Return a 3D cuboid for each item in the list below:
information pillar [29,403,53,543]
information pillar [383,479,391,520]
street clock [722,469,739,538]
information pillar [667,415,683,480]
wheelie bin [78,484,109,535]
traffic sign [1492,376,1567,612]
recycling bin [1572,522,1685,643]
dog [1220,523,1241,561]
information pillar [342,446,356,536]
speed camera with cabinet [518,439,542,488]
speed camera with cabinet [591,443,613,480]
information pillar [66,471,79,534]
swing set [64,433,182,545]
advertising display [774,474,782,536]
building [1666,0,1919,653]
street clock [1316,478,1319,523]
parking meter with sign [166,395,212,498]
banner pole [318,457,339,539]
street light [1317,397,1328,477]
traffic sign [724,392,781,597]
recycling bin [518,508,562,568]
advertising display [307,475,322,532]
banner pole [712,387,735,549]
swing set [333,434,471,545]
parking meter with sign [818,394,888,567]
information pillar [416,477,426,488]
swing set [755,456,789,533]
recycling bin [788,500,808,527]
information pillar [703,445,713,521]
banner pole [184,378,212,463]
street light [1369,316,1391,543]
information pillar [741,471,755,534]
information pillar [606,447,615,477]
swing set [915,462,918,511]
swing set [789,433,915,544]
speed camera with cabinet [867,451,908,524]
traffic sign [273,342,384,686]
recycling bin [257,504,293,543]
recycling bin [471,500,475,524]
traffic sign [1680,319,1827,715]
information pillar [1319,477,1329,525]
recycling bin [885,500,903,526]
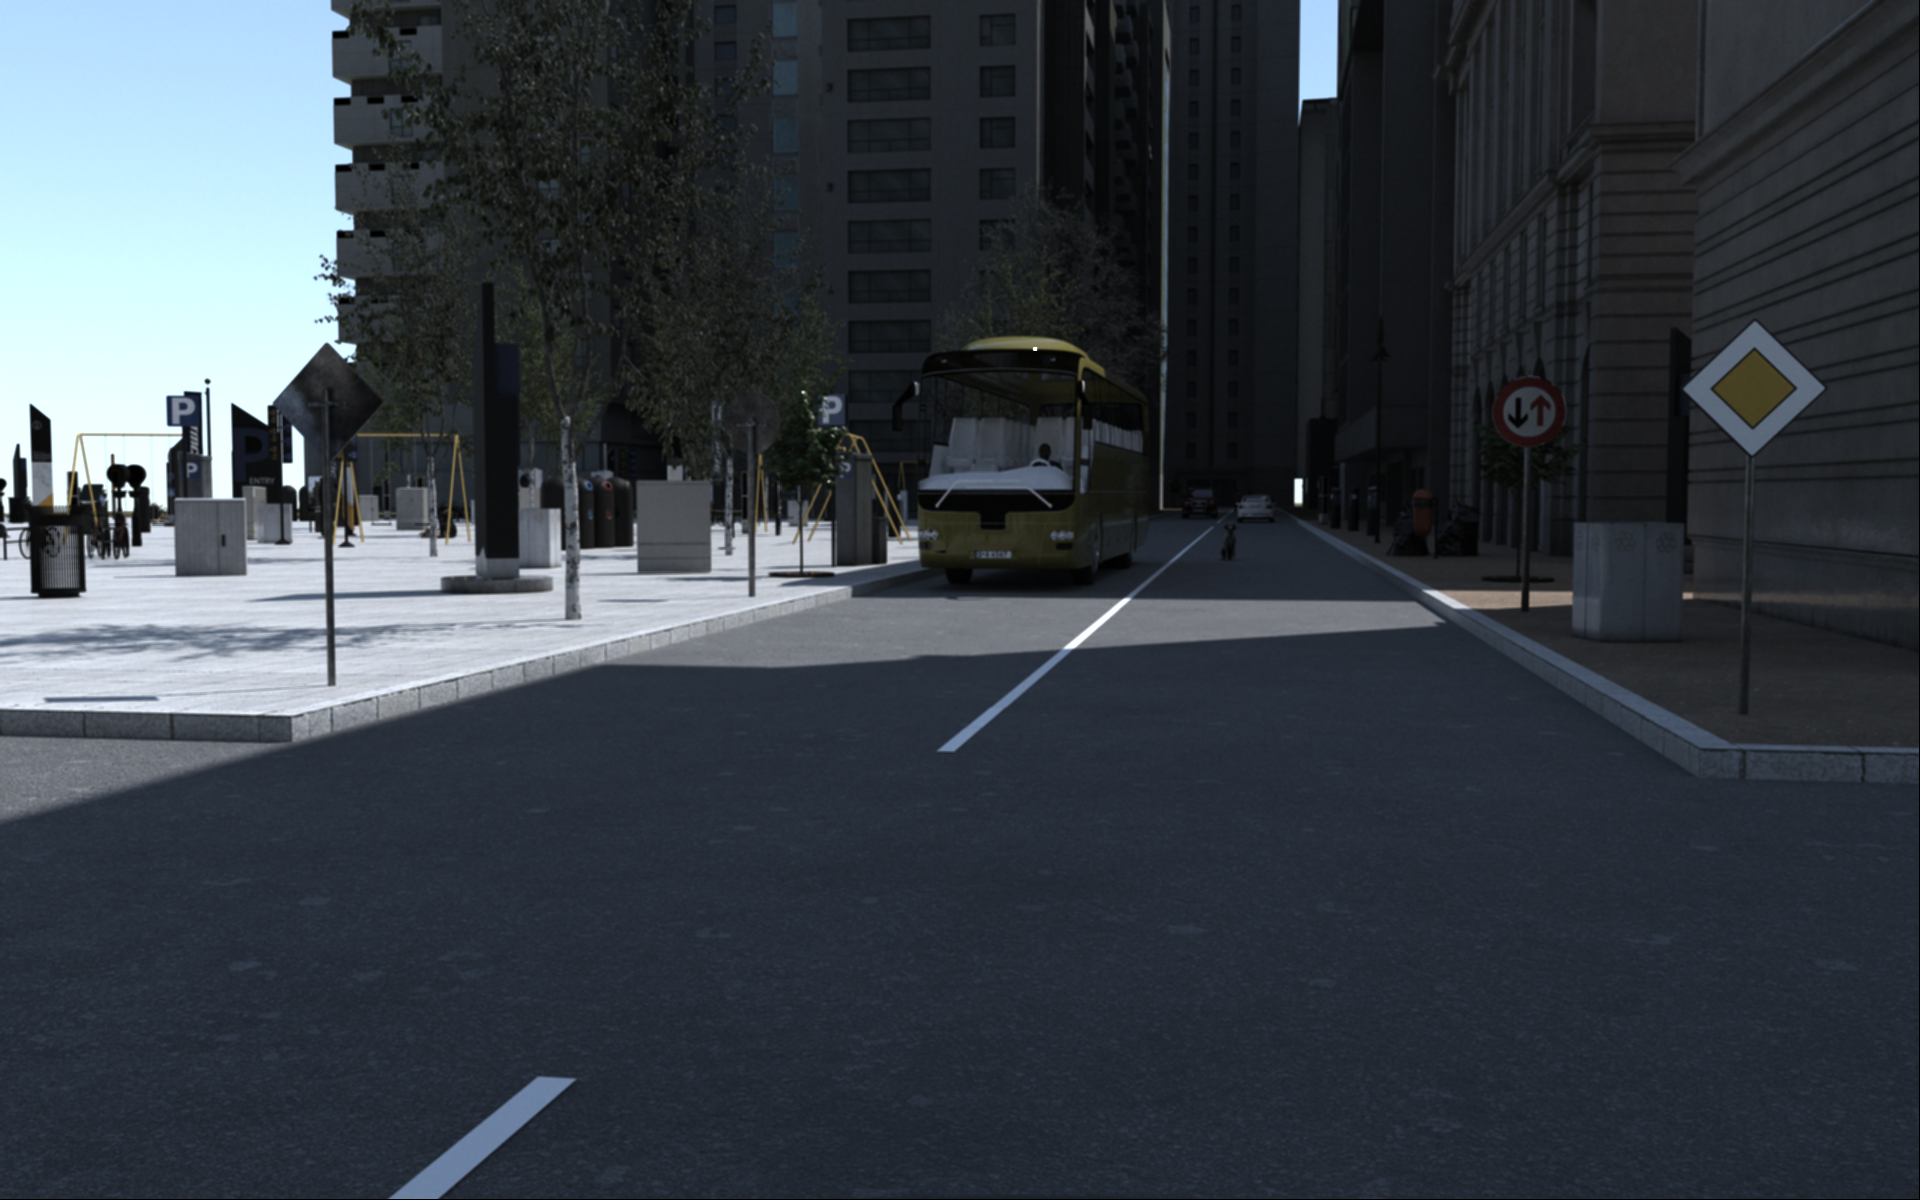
[{"bbox_3d":[-23.801,-3.274,44.878,0.504,3.616,0.183,-3,5,-43],"label":"information pillar"},{"bbox_3d":[-28.205,-4.941,85.274,0.304,2.012,0.304,-1,4,-12],"label":"information pillar"},{"bbox_3d":[-6.687,-2.799,50.327,0.471,2.002,0.358,2,4,27],"label":"street clock"},{"bbox_3d":[-8.269,-3.608,50.343,0.504,3.616,0.183,-3,5,-42],"label":"information pillar"},{"bbox_3d":[-27.475,-2.875,54.910,0.980,1.594,0.693,0,4,4],"label":"wheelie bin"},{"bbox_3d":[6.167,-1.145,18.825,0.768,2.556,0.104,1,4,16],"label":"traffic sign"},{"bbox_3d":[5.886,-0.167,15.284,0.722,1.027,0.722,0,4,-1],"label":"recycling bin"},{"bbox_3d":[5.913,-1.267,37.559,0.513,0.831,0.800,3,4,39],"label":"dog"},{"bbox_3d":[-18.812,-3.783,53.202,0.504,3.616,0.183,3,4,36],"label":"information pillar"},{"bbox_3d":[-16.000,-4.137,61.977,2.038,3.252,0.660,1,4,14],"label":"speed camera with cabinet"},{"bbox_3d":[-14.563,-4.503,67.952,2.038,3.252,0.660,2,4,30],"label":"speed camera with cabinet"},{"bbox_3d":[-28.680,-3.151,56.005,0.304,2.012,0.304,-2,4,-34],"label":"information pillar"},{"bbox_3d":[-21.191,-2.896,44.973,3.119,2.851,2.862,-1,4,-9],"label":"swing set"},{"bbox_3d":[-5.658,-2.976,53.879,0.123,1.923,0.974,0,4,2],"label":"advertising display"},{"bbox_3d":[17.759,-10.880,14.043,21.152,22.565,11.583,1,4,10],"label":"building"},{"bbox_3d":[16.031,-4.417,76.790,0.358,2.002,0.471,-2,4,-29],"label":"street clock"},{"bbox_3d":[-13.887,-2.158,31.541,0.543,3.016,1.738,-1,4,-10],"label":"parking meter with sign"},{"bbox_3d":[-18.193,-3.666,49.954,0.863,3.779,0.401,2,4,28],"label":"banner pole"},{"bbox_3d":[17.293,-6.731,82.840,0.468,5.910,1.993,1,4,10],"label":"street light"},{"bbox_3d":[-2.601,-1.314,21.583,0.768,2.556,0.104,1,4,18],"label":"traffic sign"},{"bbox_3d":[-7.412,-1.082,30.244,0.722,1.027,0.722,0,4,4],"label":"recycling bin"},{"bbox_3d":[-21.537,-3.244,58.256,0.974,1.923,0.123,1,4,23],"label":"advertising display"},{"bbox_3d":[-5.594,-3.089,40.520,0.401,3.779,0.863,-3,4,-39],"label":"banner pole"},{"bbox_3d":[-14.662,-2.908,45.170,3.119,2.851,2.862,0,4,-4],"label":"swing set"},{"bbox_3d":[-1.872,-2.126,31.026,0.543,3.016,1.738,2,4,25],"label":"parking meter with sign"},{"bbox_3d":[-22.722,-4.193,73.053,0.304,2.012,0.304,0,3,0],"label":"information pillar"},{"bbox_3d":[-5.126,-3.678,57.763,3.119,2.851,2.862,0,4,1],"label":"swing set"},{"bbox_3d":[-6.416,-3.422,68.500,0.722,1.027,0.722,-1,4,-14],"label":"recycling bin"},{"bbox_3d":[-12.028,-5.595,82.829,0.504,3.616,0.183,1,4,19],"label":"information pillar"},{"bbox_3d":[-16.375,-2.896,37.367,0.401,3.779,0.863,2,4,25],"label":"banner pole"},{"bbox_3d":[10.933,-4.429,45.205,0.468,5.910,1.993,1,4,10],"label":"street light"},{"bbox_3d":[-6.865,-3.159,56.135,0.304,2.012,0.304,3,5,40],"label":"information pillar"},{"bbox_3d":[-17.437,-5.818,86.484,0.183,3.616,0.504,3,4,36],"label":"information pillar"},{"bbox_3d":[-1.323,-5.252,83.485,3.119,2.851,2.862,-1,4,-14],"label":"swing set"},{"bbox_3d":[-2.805,-2.950,45.856,2.862,2.851,3.119,0,4,3],"label":"swing set"},{"bbox_3d":[-3.299,-4.938,75.066,2.038,3.252,0.660,0,4,-4],"label":"speed camera with cabinet"},{"bbox_3d":[-4.202,-0.482,11.528,0.795,2.450,0.064,1,4,10],"label":"traffic sign"},{"bbox_3d":[-17.979,-2.011,45.435,0.722,1.027,0.722,-3,4,-37],"label":"recycling bin"},{"bbox_3d":[-20.469,-3.763,74.072,0.722,1.027,0.722,-2,4,-30],"label":"recycling bin"},{"bbox_3d":[4.566,-0.391,10.035,0.795,2.450,0.064,1,4,10],"label":"traffic sign"},{"bbox_3d":[15.222,-4.159,72.484,0.304,2.012,0.304,-1,4,-18],"label":"information pillar"},{"bbox_3d":[-2.723,-3.572,70.962,0.722,1.027,0.722,0,4,3],"label":"recycling bin"}]
